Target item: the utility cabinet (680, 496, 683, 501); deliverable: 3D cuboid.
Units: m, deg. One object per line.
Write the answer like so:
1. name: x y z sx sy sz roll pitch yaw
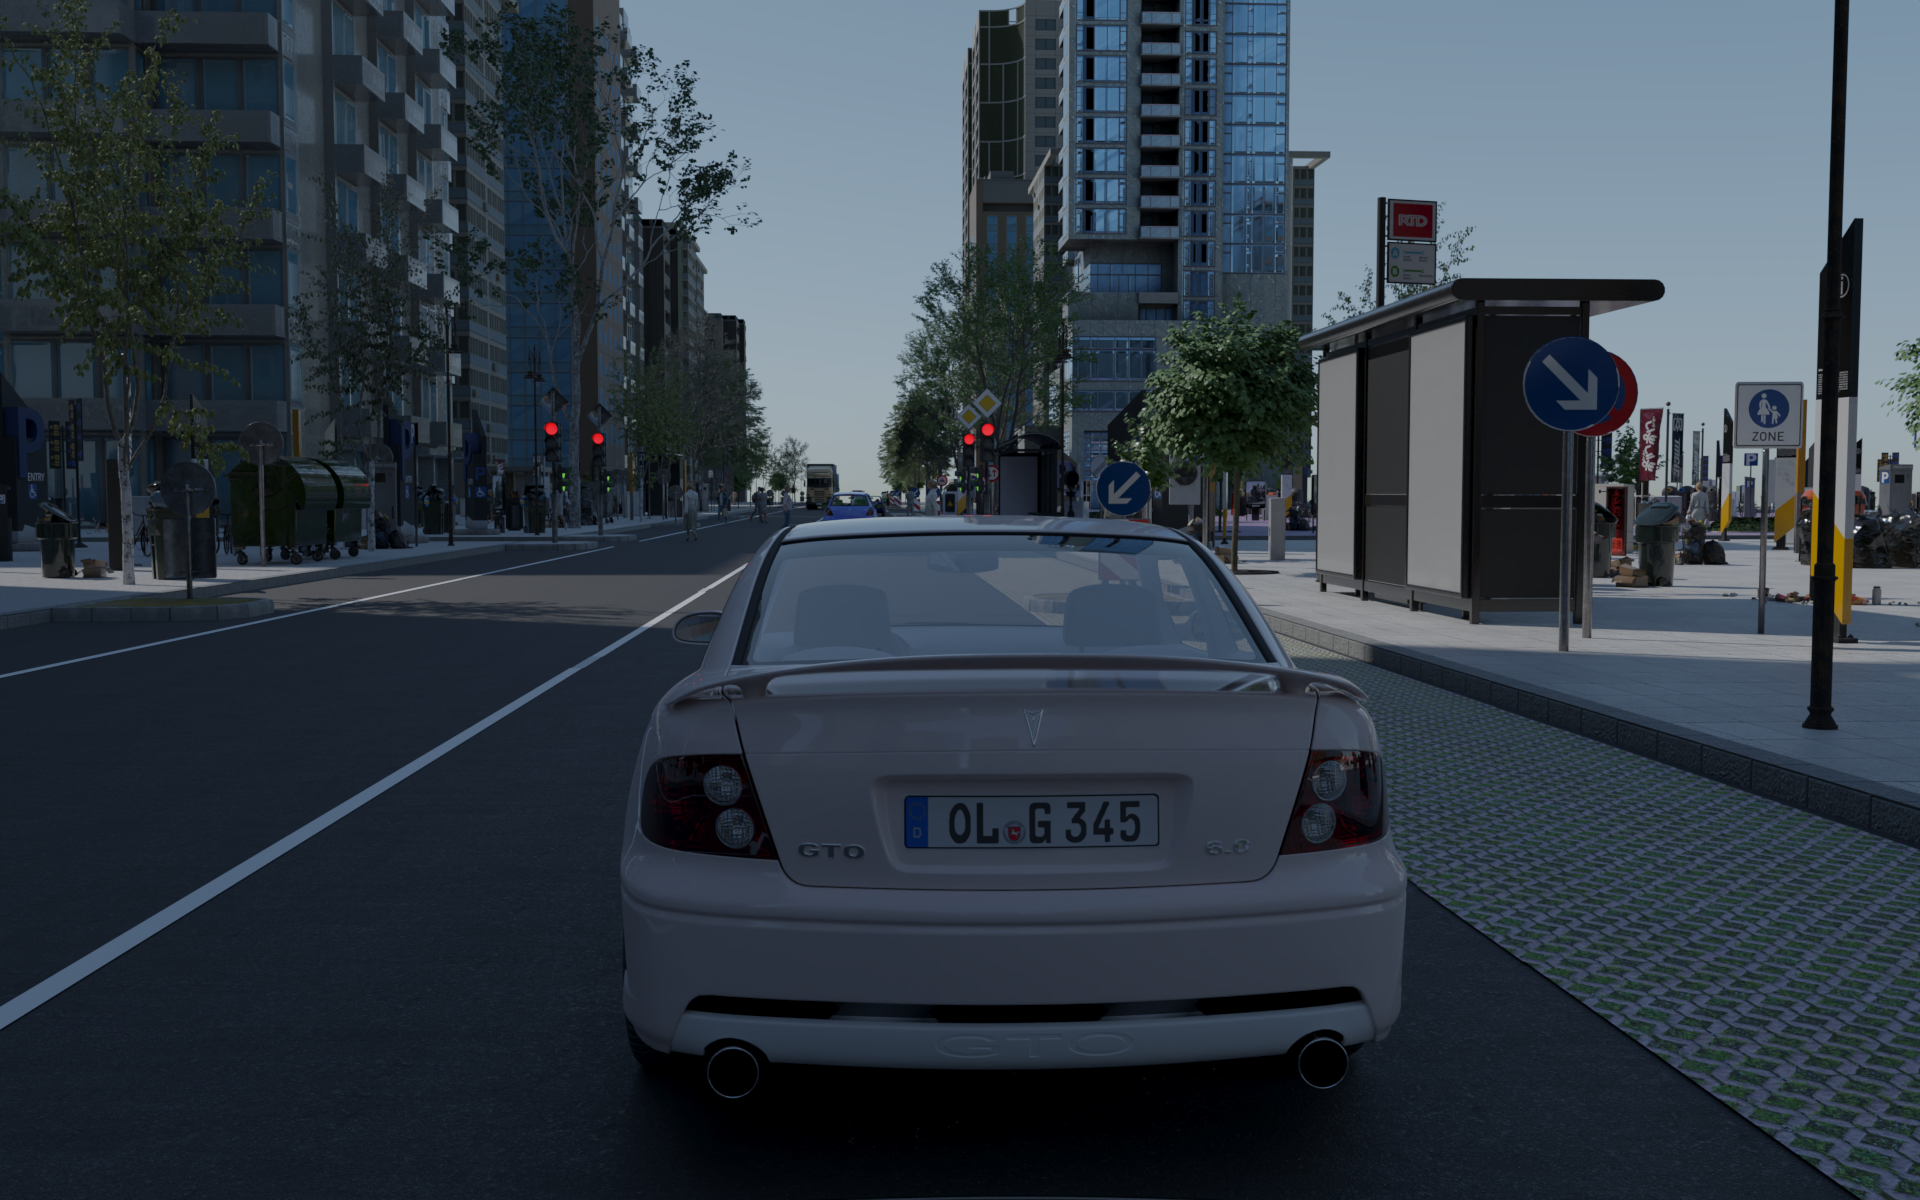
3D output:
1. utility cabinet: -19.177 -6.623 116.968 1.173 1.500 0.318 -1 4 -19

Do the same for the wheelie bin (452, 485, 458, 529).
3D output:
1. wheelie bin: -17.086 -3.024 57.350 0.980 1.594 0.693 0 4 -6

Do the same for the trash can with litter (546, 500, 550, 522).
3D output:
1. trash can with litter: -19.323 -4.205 79.816 1.678 1.210 2.233 1 4 10

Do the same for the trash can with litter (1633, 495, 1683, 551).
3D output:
1. trash can with litter: 15.745 -1.701 38.865 1.678 1.210 2.233 -3 4 -38

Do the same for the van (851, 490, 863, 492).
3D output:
1. van: -16.096 -16.274 270.460 2.240 2.365 5.245 0 4 -5

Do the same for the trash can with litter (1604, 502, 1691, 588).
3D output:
1. trash can with litter: 9.544 -0.769 23.954 1.055 1.170 0.624 -3 4 -36

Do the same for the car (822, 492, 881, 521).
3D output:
1. car: -3.511 -2.831 55.876 1.945 1.707 3.694 0 4 -2

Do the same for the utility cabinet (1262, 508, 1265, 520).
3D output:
1. utility cabinet: 15.291 -4.554 85.613 0.306 1.237 1.020 3 5 41

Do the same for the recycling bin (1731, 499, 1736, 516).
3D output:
1. recycling bin: 40.099 -4.779 90.694 0.722 1.027 0.722 -3 4 -38

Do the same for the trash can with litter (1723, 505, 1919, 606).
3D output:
1. trash can with litter: 10.182 -0.591 20.727 1.678 1.210 2.233 -1 4 -19

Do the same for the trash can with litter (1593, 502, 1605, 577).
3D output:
1. trash can with litter: 9.959 -0.941 26.767 1.055 1.170 0.624 -2 4 -28

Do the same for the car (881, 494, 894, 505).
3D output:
1. car: -9.600 -13.390 227.718 1.959 1.807 4.718 0 4 -4

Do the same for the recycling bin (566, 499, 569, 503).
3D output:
1. recycling bin: -19.649 -4.453 85.353 0.722 1.027 0.722 0 4 7

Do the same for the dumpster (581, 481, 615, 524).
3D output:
1. dumpster: -15.819 -4.269 75.555 1.264 1.857 1.865 0 4 -3

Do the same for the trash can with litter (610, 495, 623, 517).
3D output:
1. trash can with litter: -19.821 -5.412 99.539 1.678 1.210 2.233 -2 4 -28

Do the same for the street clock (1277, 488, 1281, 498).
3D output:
1. street clock: 19.814 -6.286 107.354 0.471 2.002 0.358 -1 4 -13

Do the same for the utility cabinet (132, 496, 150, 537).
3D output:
1. utility cabinet: -24.687 -2.518 52.336 1.020 1.237 0.306 -2 4 -24

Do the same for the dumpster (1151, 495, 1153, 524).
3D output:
1. dumpster: 4.490 -2.458 42.690 1.502 2.255 1.985 0 4 -3

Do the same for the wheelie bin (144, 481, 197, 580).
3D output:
1. wheelie bin: -11.874 -1.112 26.092 0.693 1.594 0.980 -3 4 -36

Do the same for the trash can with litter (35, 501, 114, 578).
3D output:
1. trash can with litter: -13.590 -0.930 26.600 1.055 1.170 0.624 -1 4 -11

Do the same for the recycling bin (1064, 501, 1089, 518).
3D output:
1. recycling bin: 3.960 -2.840 58.995 0.722 1.027 0.722 1 4 20

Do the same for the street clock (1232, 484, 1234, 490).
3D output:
1. street clock: 18.171 -6.697 114.070 0.358 2.002 0.471 -3 5 -43

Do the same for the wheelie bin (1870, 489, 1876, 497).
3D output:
1. wheelie bin: 62.520 -6.793 118.977 0.693 1.594 0.980 1 4 15

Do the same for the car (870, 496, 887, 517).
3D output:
1. car: -5.681 -6.065 111.749 1.945 1.354 3.894 0 4 -2

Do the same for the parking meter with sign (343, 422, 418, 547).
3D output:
1. parking meter with sign: -14.043 -2.795 41.954 1.738 3.016 0.543 -2 4 -27

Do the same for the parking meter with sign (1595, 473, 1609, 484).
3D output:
1. parking meter with sign: 23.619 -4.152 64.139 0.543 3.016 1.738 -3 4 -38

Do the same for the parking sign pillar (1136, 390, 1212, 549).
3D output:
1. parking sign pillar: 5.145 -3.167 40.260 1.447 3.967 1.447 -2 4 -26

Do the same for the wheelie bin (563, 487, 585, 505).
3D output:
1. wheelie bin: -17.128 -4.268 77.693 0.980 1.594 0.693 1 4 21

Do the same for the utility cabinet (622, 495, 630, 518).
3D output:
1. utility cabinet: -18.088 -5.084 94.277 0.306 1.237 1.020 0 4 5

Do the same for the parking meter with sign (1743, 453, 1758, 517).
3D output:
1. parking meter with sign: 33.949 -4.779 74.393 0.543 3.016 1.738 2 4 25

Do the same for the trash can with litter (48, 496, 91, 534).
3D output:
1. trash can with litter: -29.187 -2.743 55.908 2.233 1.210 1.678 1 4 15

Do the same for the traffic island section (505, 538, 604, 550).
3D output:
1. traffic island section: -10.681 -1.425 45.586 2.009 0.180 2.903 0 4 -3

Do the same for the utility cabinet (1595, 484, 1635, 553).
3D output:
1. utility cabinet: 14.100 -1.768 37.591 0.318 1.500 1.173 -1 4 -21

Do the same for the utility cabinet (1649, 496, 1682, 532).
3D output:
1. utility cabinet: 23.900 -2.906 58.675 1.020 1.237 0.306 0 4 -8

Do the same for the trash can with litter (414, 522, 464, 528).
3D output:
1. trash can with litter: -20.881 -3.610 70.081 1.678 1.210 2.233 3 4 38

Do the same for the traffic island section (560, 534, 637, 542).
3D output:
1. traffic island section: -11.129 -1.913 53.558 2.009 0.180 2.903 0 4 -3

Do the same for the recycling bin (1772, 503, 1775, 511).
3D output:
1. recycling bin: 61.412 -7.177 129.900 0.722 1.027 0.722 3 4 38

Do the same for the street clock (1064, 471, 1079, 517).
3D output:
1. street clock: 3.436 -3.003 53.674 0.471 2.002 0.358 -2 4 -30

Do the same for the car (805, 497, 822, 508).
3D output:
1. car: -14.538 -10.114 174.401 2.155 1.783 4.494 0 4 -2

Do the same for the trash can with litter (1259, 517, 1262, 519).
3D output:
1. trash can with litter: 16.001 -4.822 89.900 1.678 1.210 2.233 1 4 15

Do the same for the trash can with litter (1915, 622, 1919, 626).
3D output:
1. trash can with litter: 10.373 -0.336 16.543 2.233 1.210 1.678 1 4 21

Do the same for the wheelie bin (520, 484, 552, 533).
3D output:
1. wheelie bin: -13.954 -3.002 56.990 0.980 1.594 0.693 -2 4 -31

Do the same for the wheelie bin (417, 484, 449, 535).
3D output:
1. wheelie bin: -16.732 -2.886 55.101 0.693 1.594 0.980 0 4 -5

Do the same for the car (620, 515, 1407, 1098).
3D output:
1. car: 0.034 0.405 5.741 2.083 1.381 4.827 0 4 -3

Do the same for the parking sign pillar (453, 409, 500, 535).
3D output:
1. parking sign pillar: -15.247 -4.039 54.505 1.447 3.967 1.447 -2 4 -28

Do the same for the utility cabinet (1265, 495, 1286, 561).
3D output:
1. utility cabinet: 6.193 -1.390 33.891 0.306 1.237 1.020 0 4 8

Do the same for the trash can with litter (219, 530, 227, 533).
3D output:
1. trash can with litter: -24.370 -2.774 56.410 2.233 1.210 1.678 0 4 -4

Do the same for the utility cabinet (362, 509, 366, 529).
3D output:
1. utility cabinet: -21.457 -3.178 63.118 1.020 1.237 0.306 -3 5 -39

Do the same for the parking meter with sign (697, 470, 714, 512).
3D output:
1. parking meter with sign: -18.671 -7.932 125.941 0.543 3.016 1.738 3 4 37

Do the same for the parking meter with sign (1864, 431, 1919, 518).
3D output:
1. parking meter with sign: 24.052 -2.955 44.570 1.738 3.016 0.543 -1 4 -13

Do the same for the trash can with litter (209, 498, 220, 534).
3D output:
1. trash can with litter: -23.845 -2.662 54.903 0.624 1.170 1.055 -3 4 -37
